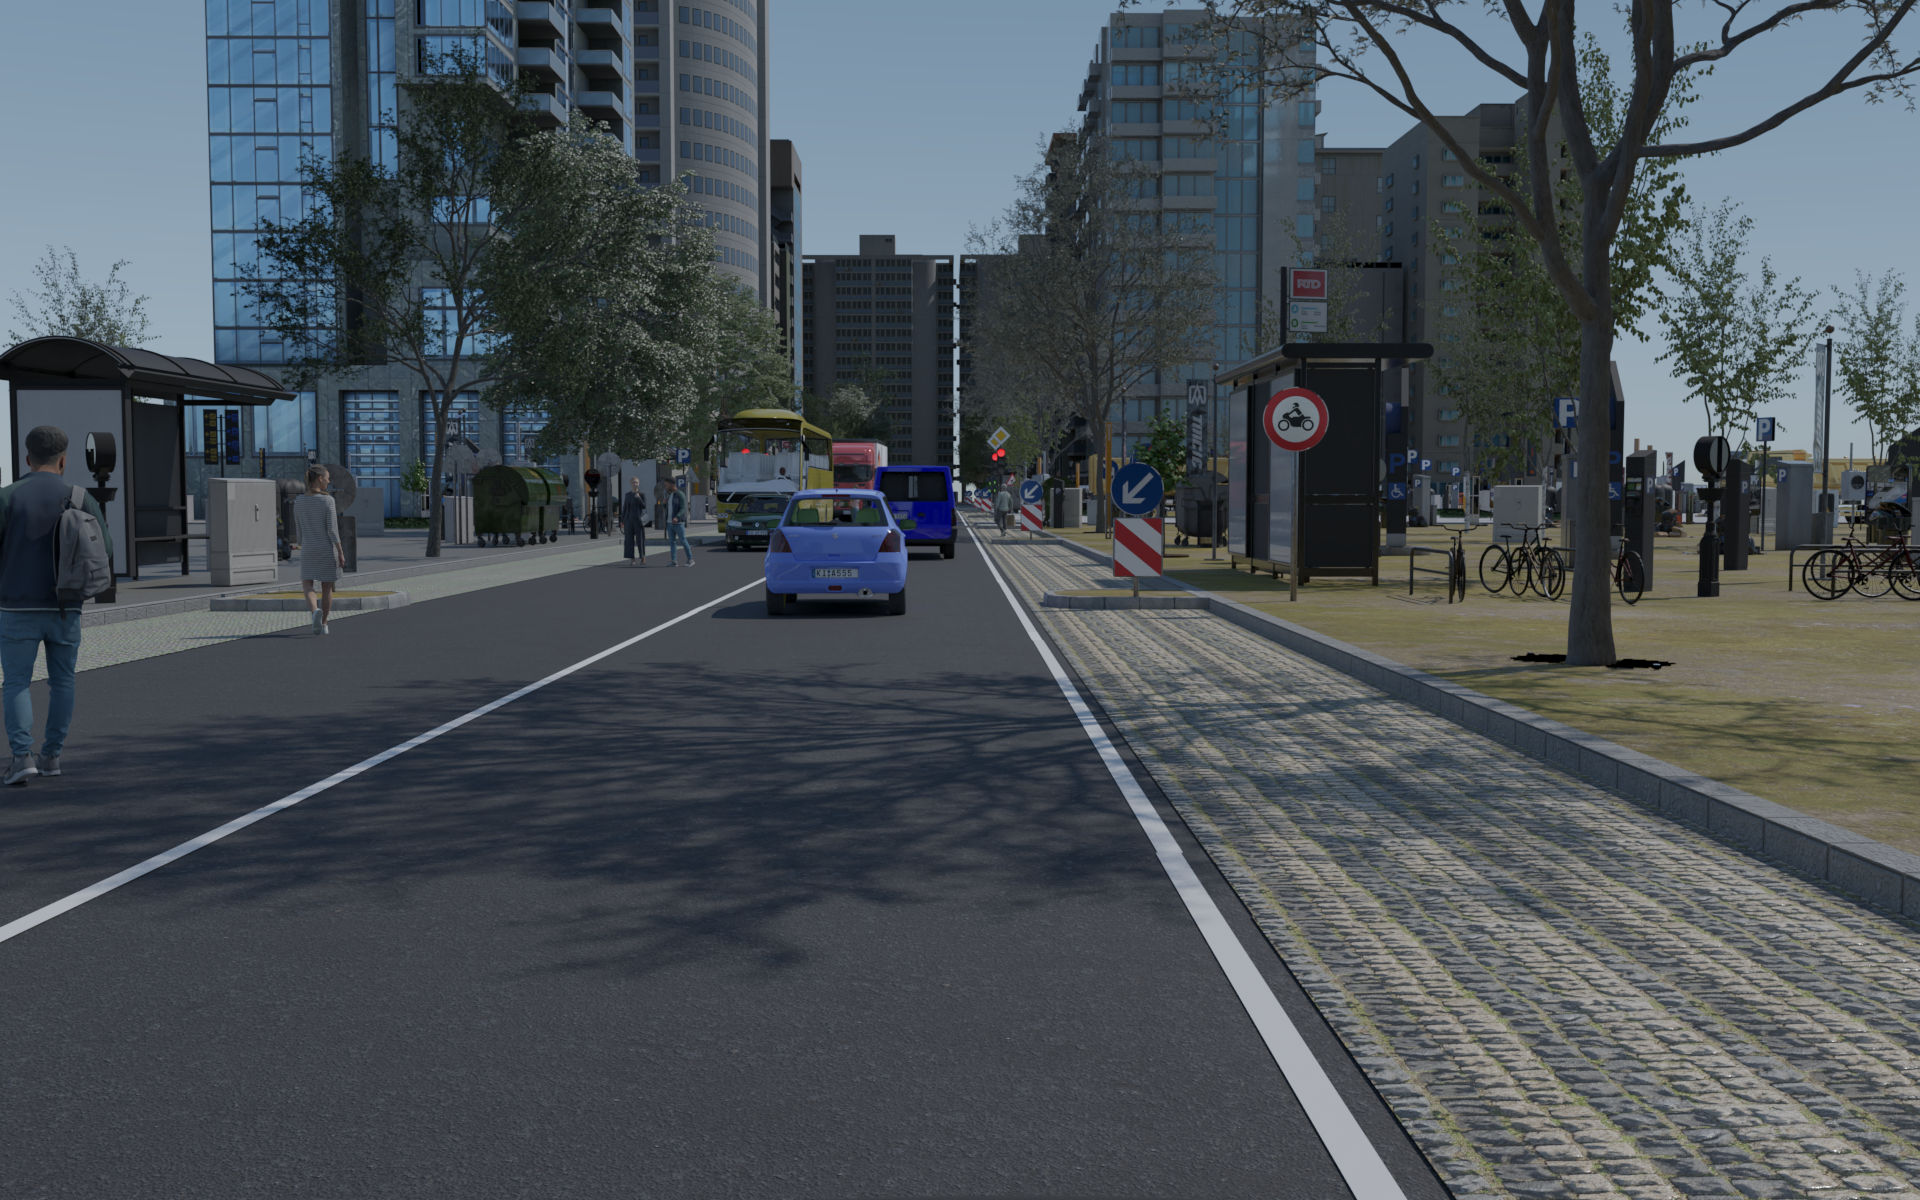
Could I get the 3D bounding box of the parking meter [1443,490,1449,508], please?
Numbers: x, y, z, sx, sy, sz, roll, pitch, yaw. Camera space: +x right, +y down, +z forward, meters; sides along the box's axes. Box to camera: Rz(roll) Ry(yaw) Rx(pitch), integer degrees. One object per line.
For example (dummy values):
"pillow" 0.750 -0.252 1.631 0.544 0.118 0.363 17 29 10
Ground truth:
"parking meter" 32.842 -6.643 117.016 0.372 1.533 0.369 0 3 0

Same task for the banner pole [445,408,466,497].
"banner pole" -14.567 -3.683 50.229 0.863 3.779 0.401 -3 5 -43

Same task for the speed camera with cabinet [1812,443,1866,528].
"speed camera with cabinet" 33.568 -4.403 66.332 2.038 3.252 0.660 0 4 -6

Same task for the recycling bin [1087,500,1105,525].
"recycling bin" 5.702 -3.575 71.010 0.722 1.027 0.722 -3 5 -45

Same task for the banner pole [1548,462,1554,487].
"banner pole" 46.461 -8.949 136.336 0.401 3.779 0.863 -1 4 -15

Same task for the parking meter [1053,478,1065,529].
"parking meter" 3.701 -3.598 64.544 0.399 1.863 0.255 1 4 19

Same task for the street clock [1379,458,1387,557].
"street clock" 8.412 -1.867 35.093 0.471 2.002 0.358 -3 5 -42

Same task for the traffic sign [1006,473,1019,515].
"traffic sign" 3.244 -6.562 107.298 0.884 2.594 0.081 0 4 2

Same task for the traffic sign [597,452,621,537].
"traffic sign" -10.589 -3.188 52.237 0.768 2.556 0.104 0 4 8

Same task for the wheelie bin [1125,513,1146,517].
"wheelie bin" 6.057 -3.162 59.600 0.693 1.594 0.980 -3 4 -38

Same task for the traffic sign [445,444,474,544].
"traffic sign" -12.847 -2.714 44.478 0.768 2.556 0.104 0 4 5

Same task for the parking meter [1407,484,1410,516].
"parking meter" 28.523 -6.416 110.609 0.399 1.863 0.255 -1 4 -15

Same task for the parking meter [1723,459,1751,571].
"parking meter" 13.094 -1.435 29.178 0.399 1.863 0.255 -3 4 -36

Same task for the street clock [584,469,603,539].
"street clock" -10.433 -2.738 49.335 0.471 2.002 0.358 0 4 4

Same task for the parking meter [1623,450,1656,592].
"parking meter" 8.924 -1.042 22.755 0.399 1.863 0.255 -3 5 -43

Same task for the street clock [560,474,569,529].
"street clock" -14.593 -3.627 63.877 0.358 2.002 0.471 -2 4 -30

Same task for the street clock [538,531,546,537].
"street clock" -12.417 -2.864 51.398 0.358 2.002 0.471 -1 4 -23

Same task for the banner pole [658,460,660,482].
"banner pole" -14.621 -5.638 82.199 0.863 3.779 0.401 -1 4 -21

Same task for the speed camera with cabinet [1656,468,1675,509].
"speed camera with cabinet" 35.088 -5.614 86.118 0.660 3.252 2.038 2 4 32

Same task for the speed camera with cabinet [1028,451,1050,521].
"speed camera with cabinet" 4.179 -5.275 80.575 0.660 3.252 2.038 3 5 40

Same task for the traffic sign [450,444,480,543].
"traffic sign" -12.870 -2.763 45.171 0.884 2.594 0.081 0 4 5

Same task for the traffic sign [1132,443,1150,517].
"traffic sign" 4.677 -2.638 43.240 0.768 2.556 0.104 0 4 7

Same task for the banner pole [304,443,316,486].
"banner pole" -31.788 -5.789 84.670 0.401 3.779 0.863 2 4 34

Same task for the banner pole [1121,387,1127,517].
"banner pole" 3.839 -3.088 40.503 0.401 3.779 0.863 0 4 -1

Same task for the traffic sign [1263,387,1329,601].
"traffic sign" 3.995 -1.258 20.669 0.768 2.556 0.104 0 4 8

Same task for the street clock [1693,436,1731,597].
"street clock" 9.361 -1.042 21.604 0.471 2.002 0.358 -3 4 -36

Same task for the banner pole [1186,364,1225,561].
"banner pole" 4.698 -2.647 33.296 0.863 3.779 0.401 -1 4 -20

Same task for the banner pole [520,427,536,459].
"banner pole" -16.193 -4.566 64.669 0.863 3.779 0.401 1 4 11

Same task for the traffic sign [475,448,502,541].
"traffic sign" -12.923 -2.896 47.460 0.768 2.556 0.104 0 4 5

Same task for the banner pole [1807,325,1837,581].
"banner pole" 12.708 -2.173 25.549 0.401 3.779 0.863 3 5 42

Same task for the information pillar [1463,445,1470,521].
"information pillar" 24.365 -5.621 83.265 0.183 3.616 0.504 -1 4 -9

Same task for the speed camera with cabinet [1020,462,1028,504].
"speed camera with cabinet" 4.656 -6.717 104.155 2.038 3.252 0.660 1 4 16

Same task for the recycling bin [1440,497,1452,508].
"recycling bin" 42.252 -8.438 150.523 0.722 1.027 0.722 -3 4 -36

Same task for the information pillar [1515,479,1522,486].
"information pillar" 26.428 -4.741 82.007 0.304 2.012 0.304 1 4 9

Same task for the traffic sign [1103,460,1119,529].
"traffic sign" 5.460 -3.889 63.691 0.768 2.556 0.104 0 4 7

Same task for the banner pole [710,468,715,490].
"banner pole" -19.238 -8.905 135.610 0.863 3.779 0.401 1 4 18

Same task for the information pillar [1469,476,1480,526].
"information pillar" 21.006 -4.051 70.724 0.304 2.012 0.304 -1 4 -10

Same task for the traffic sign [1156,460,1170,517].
"traffic sign" 4.226 -2.261 36.971 0.884 2.594 0.081 0 4 1

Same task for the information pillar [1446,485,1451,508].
"information pillar" 39.698 -8.333 140.739 0.304 2.012 0.304 -3 5 -42

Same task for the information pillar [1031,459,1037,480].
"information pillar" 4.741 -7.323 111.093 0.183 3.616 0.504 -3 5 -44

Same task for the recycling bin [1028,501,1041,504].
"recycling bin" 3.757 -4.492 86.001 0.722 1.027 0.722 0 4 -4

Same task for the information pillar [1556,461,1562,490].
"information pillar" 40.676 -7.709 117.388 0.504 3.616 0.183 2 4 34

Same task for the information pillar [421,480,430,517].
"information pillar" -26.160 -4.909 84.752 0.304 2.012 0.304 2 4 31

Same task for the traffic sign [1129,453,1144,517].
"traffic sign" 5.081 -2.940 48.181 0.768 2.556 0.104 0 4 6

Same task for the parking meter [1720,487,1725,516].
"parking meter" 28.281 -3.400 63.998 0.372 1.533 0.369 0 3 0

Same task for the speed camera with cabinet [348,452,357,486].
"speed camera with cabinet" -29.186 -5.284 80.735 2.038 3.252 0.660 -1 4 -16

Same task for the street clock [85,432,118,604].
"street clock" -10.056 -0.963 20.316 0.358 2.002 0.471 -3 5 -40

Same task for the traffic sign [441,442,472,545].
"traffic sign" -12.592 -2.641 43.186 0.884 2.594 0.081 0 4 4

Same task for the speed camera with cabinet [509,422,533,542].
"speed camera with cabinet" -11.841 -3.219 46.965 0.660 3.252 2.038 -1 4 -9

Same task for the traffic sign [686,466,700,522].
"traffic sign" -12.354 -4.855 79.377 0.884 2.594 0.081 1 4 8
